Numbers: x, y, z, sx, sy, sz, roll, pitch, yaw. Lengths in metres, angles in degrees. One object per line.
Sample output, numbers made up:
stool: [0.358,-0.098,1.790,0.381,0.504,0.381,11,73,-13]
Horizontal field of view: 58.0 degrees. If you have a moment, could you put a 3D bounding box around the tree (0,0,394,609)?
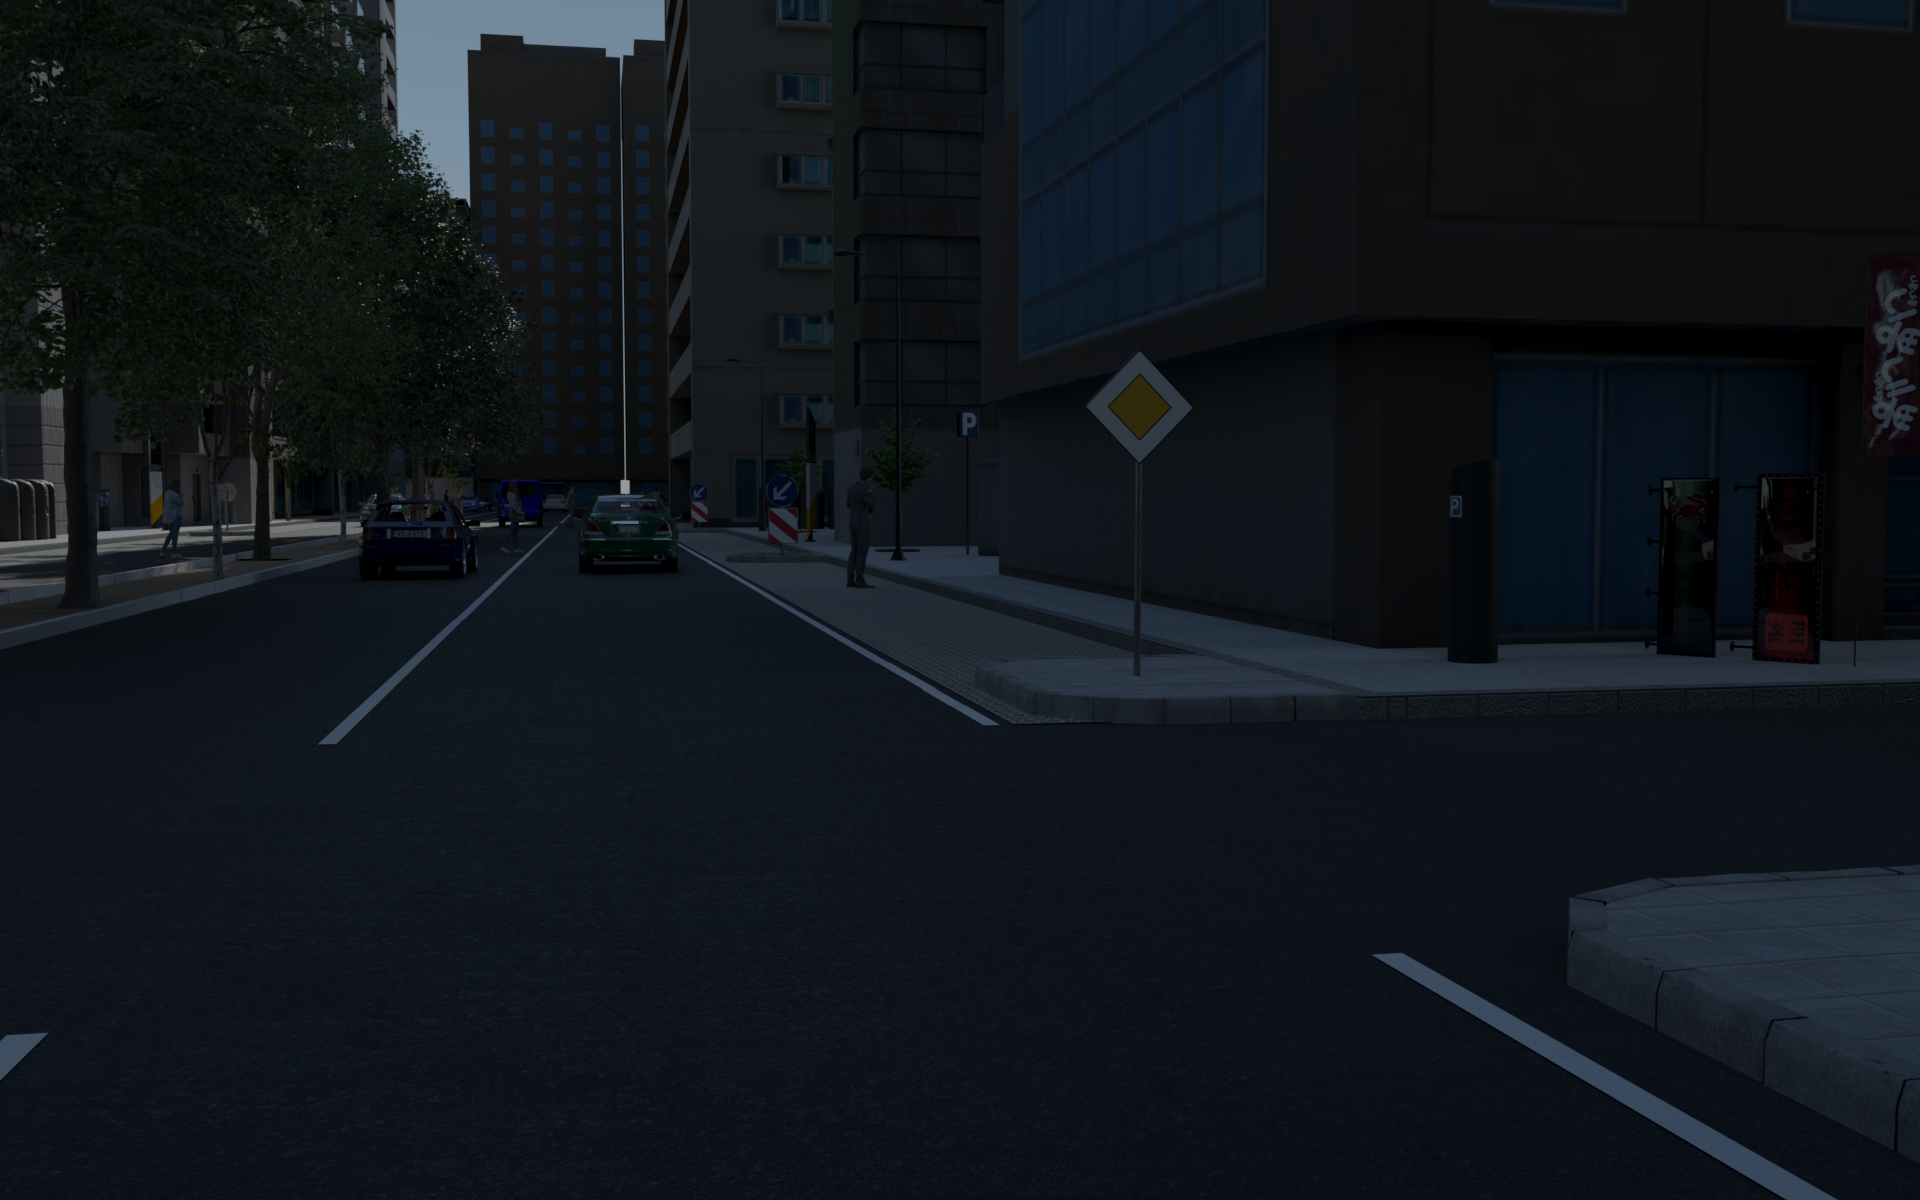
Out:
tree: [-11.196,-6.186,21.722,7.486,12.596,7.792,0,3,0]

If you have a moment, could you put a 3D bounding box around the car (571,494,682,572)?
car: [-6.386,-1.314,33.280,2.131,1.459,4.920,-1,4,-11]

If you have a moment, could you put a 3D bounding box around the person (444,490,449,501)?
person: [-33.281,-6.288,112.231,0.530,1.710,0.541,-1,4,-15]

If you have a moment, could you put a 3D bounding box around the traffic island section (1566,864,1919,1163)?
traffic island section: [2.928,1.092,4.423,2.009,0.180,2.903,-1,4,-12]

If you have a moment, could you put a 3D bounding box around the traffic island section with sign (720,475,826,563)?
traffic island section with sign: [-3.953,-1.720,36.756,1.989,1.847,2.006,-1,4,-12]

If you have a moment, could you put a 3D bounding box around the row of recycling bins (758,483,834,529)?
row of recycling bins: [-5.728,-3.445,63.432,3.534,1.692,1.069,1,4,15]

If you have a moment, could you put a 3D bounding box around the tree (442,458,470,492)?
tree: [-21.287,-7.118,69.194,4.737,8.622,4.395,0,3,0]

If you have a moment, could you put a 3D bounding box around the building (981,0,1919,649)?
building: [8.648,-22.669,20.745,14.200,45.320,14.600,-1,4,-12]

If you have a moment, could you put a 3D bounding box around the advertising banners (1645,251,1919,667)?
advertising banners: [6.271,-1.036,13.129,2.074,3.025,0.090,3,5,44]

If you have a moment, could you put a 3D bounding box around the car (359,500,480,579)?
car: [-9.534,-1.106,30.665,1.945,1.354,3.894,-1,4,-11]

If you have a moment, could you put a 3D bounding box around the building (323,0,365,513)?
building: [-52.207,-30.321,115.352,23.786,49.044,30.456,-1,4,-12]

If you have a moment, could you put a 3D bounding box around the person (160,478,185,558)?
person: [-17.728,-1.847,38.955,0.793,1.790,0.793,1,4,10]

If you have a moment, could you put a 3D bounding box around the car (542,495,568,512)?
car: [-32.212,-7.678,137.902,2.083,1.381,4.827,-1,4,-10]

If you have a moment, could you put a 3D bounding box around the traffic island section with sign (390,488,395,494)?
traffic island section with sign: [-35.686,-6.122,108.716,1.989,1.847,2.006,-1,4,-12]

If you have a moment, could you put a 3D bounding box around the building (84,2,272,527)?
building: [-36.722,-18.223,69.653,14.160,30.474,14.107,-1,4,-12]

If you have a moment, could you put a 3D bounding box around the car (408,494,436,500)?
car: [-31.352,-5.544,100.865,2.015,1.641,3.980,-1,4,-10]

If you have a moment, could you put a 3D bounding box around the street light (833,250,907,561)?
street light: [-1.722,-3.709,33.181,1.470,5.913,1.316,-1,4,-12]

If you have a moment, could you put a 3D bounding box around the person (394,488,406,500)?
person: [-28.679,-4.825,88.109,1.217,1.743,0.721,-1,4,-10]

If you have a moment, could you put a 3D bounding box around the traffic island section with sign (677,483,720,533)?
traffic island section with sign: [-9.866,-3.417,64.499,1.989,1.847,2.006,-1,4,-12]

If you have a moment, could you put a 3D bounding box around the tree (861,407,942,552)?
tree: [-1.465,-2.693,38.639,1.663,3.219,1.824,0,3,0]

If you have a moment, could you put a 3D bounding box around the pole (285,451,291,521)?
pole: [-31.951,-5.411,82.313,0.158,3.312,0.155,0,3,0]

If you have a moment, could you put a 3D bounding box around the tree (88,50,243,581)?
tree: [-12.107,-4.598,27.996,4.737,8.622,4.395,0,3,0]

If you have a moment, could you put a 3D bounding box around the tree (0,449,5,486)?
tree: [-33.800,-4.048,60.781,1.663,3.219,1.824,0,3,0]

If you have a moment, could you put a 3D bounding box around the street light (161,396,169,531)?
street light: [-27.365,-5.401,60.841,1.470,5.913,1.316,-1,4,-12]

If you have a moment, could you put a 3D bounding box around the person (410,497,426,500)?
person: [-29.349,-5.199,94.030,1.217,1.766,0.721,-3,5,-41]

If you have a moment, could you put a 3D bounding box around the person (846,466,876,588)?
person: [-1.474,-1.100,26.287,0.447,1.846,0.655,-2,4,-30]

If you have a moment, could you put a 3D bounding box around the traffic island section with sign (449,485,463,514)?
traffic island section with sign: [-24.274,-4.597,83.290,2.006,1.907,1.989,-1,4,-12]

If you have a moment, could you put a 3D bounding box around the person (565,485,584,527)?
person: [-16.631,-4.026,74.443,0.853,1.813,0.709,1,4,12]

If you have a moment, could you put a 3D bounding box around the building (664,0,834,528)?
building: [-1.848,-27.701,76.620,21.300,48.544,21.600,-1,4,-12]

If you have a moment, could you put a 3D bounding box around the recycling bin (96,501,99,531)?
recycling bin: [-30.537,-2.971,61.131,0.722,1.027,0.722,-1,4,-17]

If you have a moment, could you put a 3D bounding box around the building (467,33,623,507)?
building: [-41.133,-32.008,173.434,14.200,45.320,14.600,-1,4,-12]

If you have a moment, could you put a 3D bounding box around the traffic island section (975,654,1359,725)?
traffic island section: [1.267,0.614,12.234,2.009,0.180,2.903,-1,4,-12]

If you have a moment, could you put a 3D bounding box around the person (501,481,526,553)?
person: [-10.861,-2.012,41.984,0.643,1.750,0.593,-2,4,-29]

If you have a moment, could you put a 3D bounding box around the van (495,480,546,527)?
van: [-19.438,-4.418,76.619,2.240,2.365,5.245,-1,4,-14]

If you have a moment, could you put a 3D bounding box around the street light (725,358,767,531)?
street light: [-7.309,-5.306,59.302,1.470,5.913,1.316,-1,4,-12]

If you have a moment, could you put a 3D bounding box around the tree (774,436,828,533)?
tree: [-5.429,-3.862,57.747,1.663,3.219,1.824,0,3,0]

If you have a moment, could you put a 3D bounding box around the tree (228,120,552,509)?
tree: [-17.567,-8.131,52.413,9.611,12.733,9.660,0,3,0]

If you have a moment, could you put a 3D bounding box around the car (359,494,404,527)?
car: [-25.747,-4.028,77.660,2.131,1.459,4.920,-1,4,-12]

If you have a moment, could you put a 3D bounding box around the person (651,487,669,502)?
person: [-15.597,-4.932,89.234,1.348,1.812,0.705,0,4,8]

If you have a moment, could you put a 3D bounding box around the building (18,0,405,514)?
building: [-60.807,-36.637,141.014,28.212,58.520,21.231,-1,4,-12]

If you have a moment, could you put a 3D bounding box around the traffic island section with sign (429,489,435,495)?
traffic island section with sign: [-41.374,-7.757,135.450,1.989,1.847,2.006,-1,4,-12]

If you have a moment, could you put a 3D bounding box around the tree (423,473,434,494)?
tree: [-48.714,-9.970,157.606,1.663,3.219,1.824,0,3,0]

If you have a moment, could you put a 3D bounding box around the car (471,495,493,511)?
car: [-40.738,-8.255,147.548,1.945,1.354,3.894,-1,4,-13]

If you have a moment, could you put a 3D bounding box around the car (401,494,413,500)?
car: [-38.174,-6.753,119.215,1.959,1.807,4.718,-1,4,-13]

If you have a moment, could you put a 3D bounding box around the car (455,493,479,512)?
car: [-39.687,-7.945,139.490,1.945,1.707,3.694,-1,4,-12]

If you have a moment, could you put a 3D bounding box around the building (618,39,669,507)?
building: [-26.770,-32.130,175.437,14.200,45.320,14.600,-1,4,-12]

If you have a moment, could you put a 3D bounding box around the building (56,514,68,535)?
building: [-36.115,-30.408,39.172,21.231,58.520,28.212,-1,4,-12]

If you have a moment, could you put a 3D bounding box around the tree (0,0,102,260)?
tree: [-9.970,-3.829,15.430,4.360,8.622,3.978,0,3,0]

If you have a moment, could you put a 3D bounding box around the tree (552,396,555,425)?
tree: [-19.500,-8.719,62.026,9.611,12.733,9.660,0,3,0]

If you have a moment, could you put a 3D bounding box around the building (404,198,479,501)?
building: [-54.768,-24.359,169.966,14.107,30.474,14.160,-1,4,-12]

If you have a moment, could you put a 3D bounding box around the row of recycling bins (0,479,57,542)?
row of recycling bins: [-26.120,-2.518,48.276,1.069,1.692,3.534,-1,4,-9]

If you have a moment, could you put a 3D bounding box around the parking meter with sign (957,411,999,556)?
parking meter with sign: [0.730,-2.422,35.856,0.543,3.016,1.738,-3,5,-43]

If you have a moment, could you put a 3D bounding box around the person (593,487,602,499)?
person: [-16.802,-4.368,80.261,0.721,1.781,0.623,-2,4,-27]

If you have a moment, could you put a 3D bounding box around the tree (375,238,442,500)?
tree: [-15.994,-5.620,44.713,4.737,8.622,4.395,0,3,0]

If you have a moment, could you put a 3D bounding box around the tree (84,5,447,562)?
tree: [-14.801,-6.630,36.616,9.928,11.665,9.643,0,3,0]

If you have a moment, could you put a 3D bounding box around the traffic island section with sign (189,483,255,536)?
traffic island section with sign: [-25.233,-3.113,59.527,1.989,1.847,2.006,-1,4,-12]

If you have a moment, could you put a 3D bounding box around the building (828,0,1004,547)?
building: [3.044,-16.977,49.284,14.160,30.474,14.107,-1,4,-12]

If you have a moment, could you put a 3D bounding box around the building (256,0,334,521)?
building: [-45.840,-28.529,90.158,21.300,48.544,21.600,-1,4,-12]
